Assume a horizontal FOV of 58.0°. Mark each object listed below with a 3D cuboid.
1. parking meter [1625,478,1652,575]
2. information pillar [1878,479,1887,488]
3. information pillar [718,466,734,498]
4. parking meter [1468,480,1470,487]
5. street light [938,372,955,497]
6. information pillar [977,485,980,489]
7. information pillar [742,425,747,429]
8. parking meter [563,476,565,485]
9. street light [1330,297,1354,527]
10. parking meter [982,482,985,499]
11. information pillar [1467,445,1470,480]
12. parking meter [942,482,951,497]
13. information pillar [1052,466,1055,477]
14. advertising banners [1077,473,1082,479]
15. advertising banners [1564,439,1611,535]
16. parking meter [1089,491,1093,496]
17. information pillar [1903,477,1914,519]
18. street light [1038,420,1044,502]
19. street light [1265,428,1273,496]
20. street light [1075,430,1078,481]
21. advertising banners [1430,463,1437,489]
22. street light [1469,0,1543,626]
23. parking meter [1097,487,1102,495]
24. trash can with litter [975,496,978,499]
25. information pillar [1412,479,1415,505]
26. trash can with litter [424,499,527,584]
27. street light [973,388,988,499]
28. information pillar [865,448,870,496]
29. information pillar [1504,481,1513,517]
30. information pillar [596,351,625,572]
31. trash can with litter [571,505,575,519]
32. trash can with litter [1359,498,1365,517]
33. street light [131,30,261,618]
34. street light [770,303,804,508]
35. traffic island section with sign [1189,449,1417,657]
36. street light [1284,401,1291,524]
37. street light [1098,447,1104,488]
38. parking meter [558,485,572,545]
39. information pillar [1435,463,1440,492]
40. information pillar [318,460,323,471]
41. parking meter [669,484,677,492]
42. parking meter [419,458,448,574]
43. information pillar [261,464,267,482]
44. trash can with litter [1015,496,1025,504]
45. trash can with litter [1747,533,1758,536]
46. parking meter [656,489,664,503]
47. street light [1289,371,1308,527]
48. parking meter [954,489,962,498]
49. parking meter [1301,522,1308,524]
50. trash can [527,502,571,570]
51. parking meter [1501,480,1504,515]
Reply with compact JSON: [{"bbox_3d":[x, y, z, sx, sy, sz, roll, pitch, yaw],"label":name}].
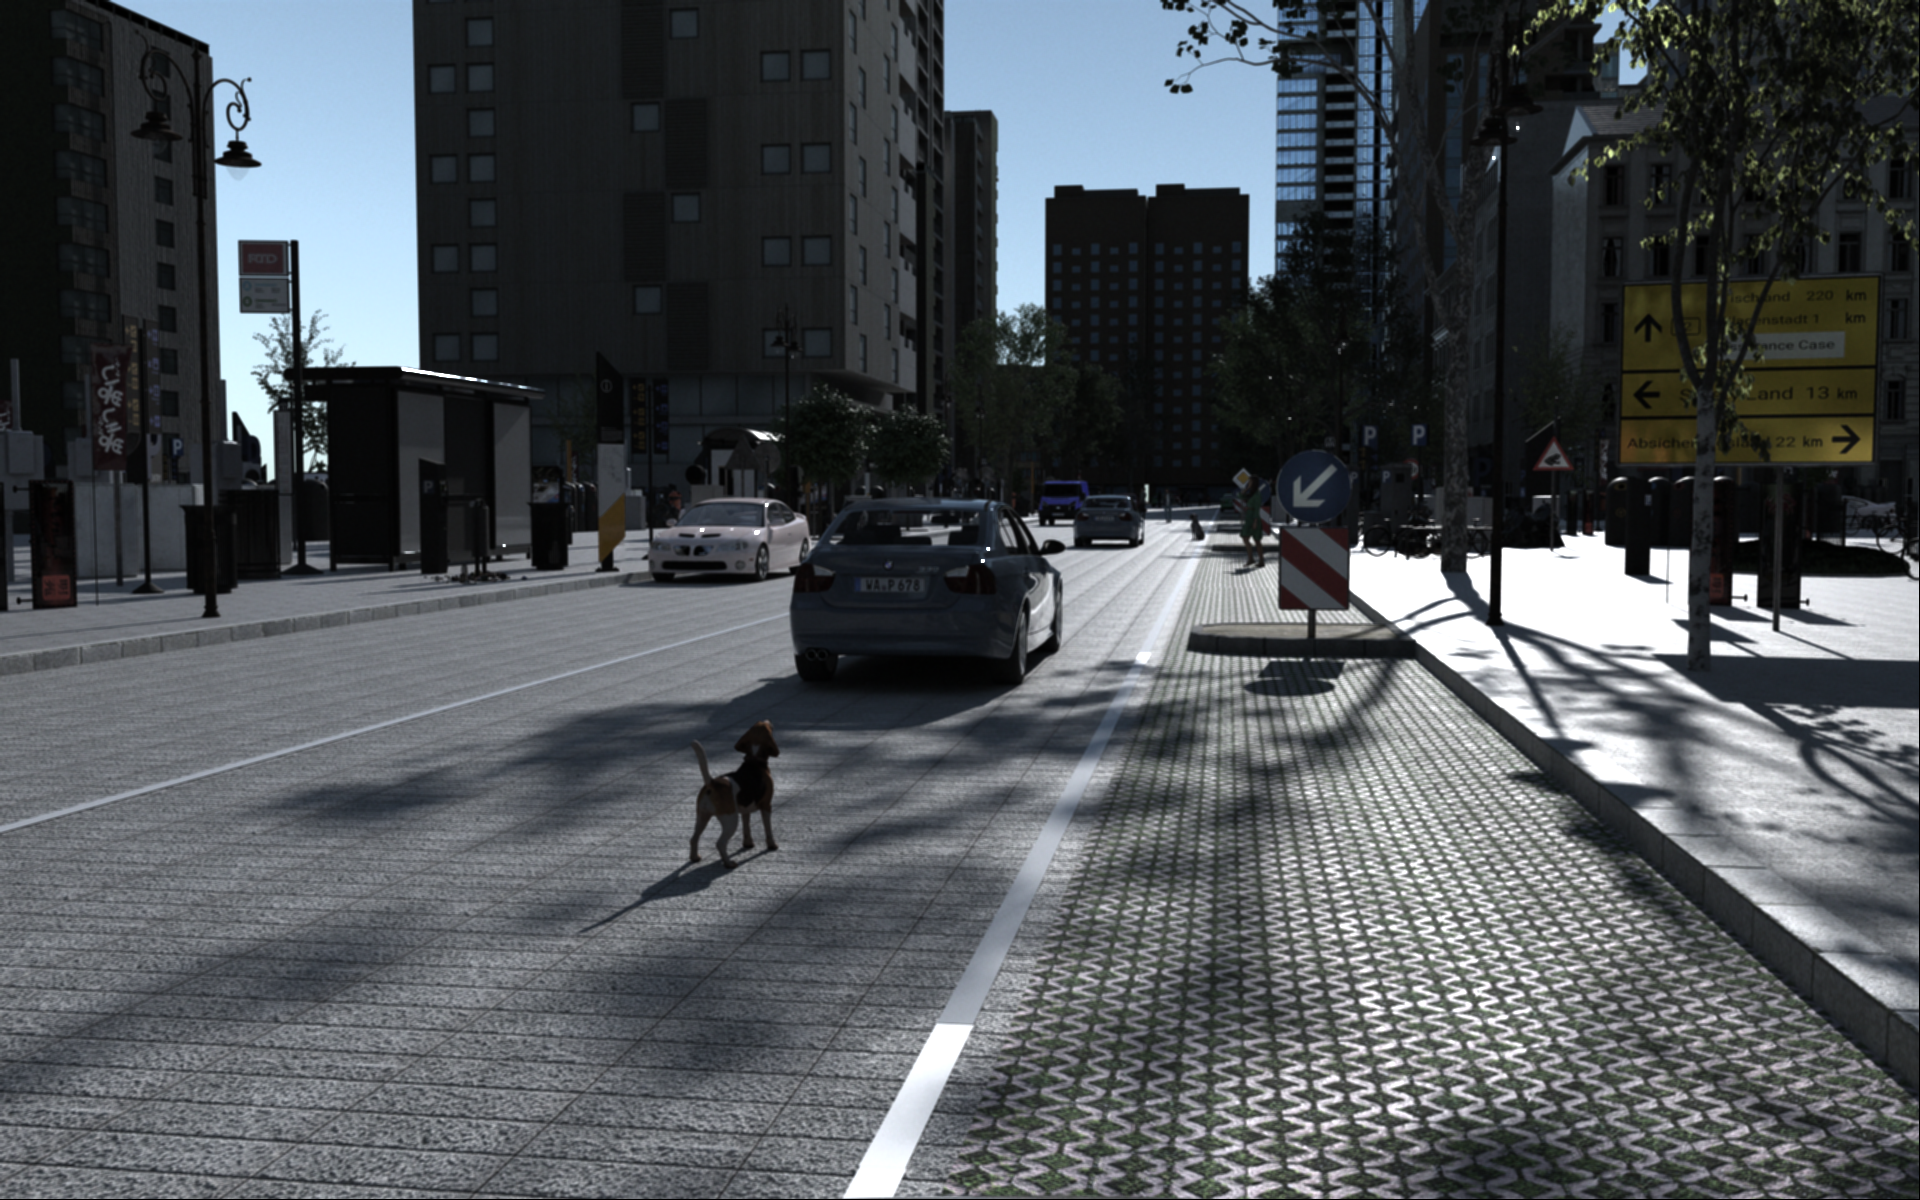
[{"bbox_3d":[10.780,-1.169,27.526,0.372,1.533,0.369,0,3,0],"label":"parking meter"},{"bbox_3d":[43.690,-4.745,82.073,0.304,2.012,0.304,-2,4,-29],"label":"information pillar"},{"bbox_3d":[-6.162,-2.521,45.711,0.304,2.012,0.304,3,4,39],"label":"information pillar"},{"bbox_3d":[21.518,-4.185,74.143,0.399,1.863,0.255,0,4,-1],"label":"parking meter"},{"bbox_3d":[-0.526,-5.695,65.900,0.468,5.910,1.993,1,4,9],"label":"street light"},{"bbox_3d":[1.579,-8.270,139.702,0.304,2.012,0.304,-3,5,-43],"label":"information pillar"},{"bbox_3d":[-7.098,-4.093,58.278,0.504,3.616,0.183,0,4,0],"label":"information pillar"},{"bbox_3d":[-10.955,-2.537,47.185,0.399,1.863,0.255,2,4,26],"label":"parking meter"},{"bbox_3d":[8.939,-4.153,40.689,0.468,5.910,1.993,1,4,9],"label":"street light"},{"bbox_3d":[1.107,-4.570,80.425,0.255,1.863,0.399,1,4,14],"label":"parking meter"},{"bbox_3d":[22.595,-5.257,77.298,0.183,3.616,0.504,3,4,36],"label":"information pillar"},{"bbox_3d":[-0.638,-4.610,81.082,0.399,1.863,0.255,-1,4,-16],"label":"parking meter"},{"bbox_3d":[7.848,-9.439,145.678,0.183,3.616,0.504,1,4,18],"label":"information pillar"},{"bbox_3d":[9.403,-9.095,144.893,0.090,3.025,2.074,-3,5,-43],"label":"advertising banners"},{"bbox_3d":[19.759,-3.565,54.479,2.074,3.025,0.090,-2,4,-31],"label":"advertising banners"},{"bbox_3d":[10.926,-8.364,145.165,0.372,1.533,0.369,0,3,0],"label":"parking meter"},{"bbox_3d":[41.735,-4.388,76.233,0.304,2.012,0.304,1,4,10],"label":"information pillar"},{"bbox_3d":[4.643,-7.725,99.085,0.468,5.910,1.993,1,4,9],"label":"street light"},{"bbox_3d":[17.805,-7.701,98.694,0.468,5.910,1.993,1,4,9],"label":"street light"},{"bbox_3d":[8.284,-9.206,123.298,0.468,5.910,1.993,1,4,9],"label":"street light"},{"bbox_3d":[27.039,-6.151,96.762,0.090,3.025,2.074,-2,4,-32],"label":"advertising banners"},{"bbox_3d":[5.236,-2.690,16.775,0.468,5.910,1.993,1,4,9],"label":"street light"},{"bbox_3d":[11.545,-8.397,143.002,0.399,1.863,0.255,1,4,9],"label":"parking meter"},{"bbox_3d":[1.067,-8.089,143.639,0.624,1.170,1.055,-3,5,-42],"label":"trash can with litter"},{"bbox_3d":[33.026,-8.273,126.618,0.504,3.616,0.183,3,4,36],"label":"information pillar"},{"bbox_3d":[-7.294,-0.893,25.651,1.678,1.210,2.233,0,4,-4],"label":"trash can with litter"},{"bbox_3d":[0.897,-6.268,75.269,0.468,5.910,1.993,1,4,9],"label":"street light"},{"bbox_3d":[-3.591,-4.620,66.886,0.183,3.616,0.504,-1,4,-16],"label":"information pillar"},{"bbox_3d":[30.910,-5.696,97.622,0.304,2.012,0.304,-3,4,-36],"label":"information pillar"},{"bbox_3d":[-5.785,-2.281,28.646,0.183,3.616,0.504,3,5,45],"label":"information pillar"},{"bbox_3d":[-15.731,-3.478,68.250,0.624,1.170,1.055,-3,4,-39],"label":"trash can with litter"},{"bbox_3d":[19.627,-4.452,84.178,1.055,1.170,0.624,0,4,4],"label":"trash can with litter"},{"bbox_3d":[-7.814,-2.759,17.897,0.468,5.910,1.993,1,4,9],"label":"street light"},{"bbox_3d":[-4.190,-4.238,42.072,0.468,5.910,1.993,1,4,9],"label":"street light"},{"bbox_3d":[3.156,-0.462,16.182,1.989,1.847,2.006,1,4,9],"label":"traffic island section with sign"},{"bbox_3d":[14.198,-6.243,74.857,0.468,5.910,1.993,1,4,9],"label":"street light"},{"bbox_3d":[11.944,-10.677,147.348,0.468,5.910,1.993,1,4,9],"label":"street light"},{"bbox_3d":[-10.047,-2.177,43.999,0.372,1.533,0.369,0,3,0],"label":"parking meter"},{"bbox_3d":[36.217,-8.557,131.265,0.183,3.616,0.504,-1,4,-19],"label":"information pillar"},{"bbox_3d":[-44.461,-7.897,120.467,0.504,3.616,0.183,2,4,32],"label":"information pillar"},{"bbox_3d":[-16.120,-5.596,97.204,0.399,1.863,0.255,-3,4,-36],"label":"parking meter"},{"bbox_3d":[-8.477,-1.358,27.913,0.399,1.863,0.255,1,4,15],"label":"parking meter"},{"bbox_3d":[-52.756,-8.556,131.249,0.504,3.616,0.183,-2,4,-31],"label":"information pillar"},{"bbox_3d":[3.294,-5.403,99.718,1.055,1.170,0.624,-2,4,-27],"label":"trash can with litter"},{"bbox_3d":[24.765,-2.553,52.795,1.678,1.210,2.233,2,4,34],"label":"trash can with litter"},{"bbox_3d":[-14.022,-4.435,80.929,0.372,1.533,0.369,0,3,0],"label":"parking meter"},{"bbox_3d":[12.726,-5.627,64.782,0.468,5.910,1.993,1,4,9],"label":"street light"},{"bbox_3d":[-0.100,-4.903,88.583,0.372,1.533,0.369,0,3,0],"label":"parking meter"},{"bbox_3d":[14.837,-4.055,74.716,0.372,1.533,0.369,0,3,0],"label":"parking meter"},{"bbox_3d":[-6.955,-1.082,29.350,0.748,1.137,0.748,0,3,0],"label":"trash can"},{"bbox_3d":[22.314,-4.041,71.775,0.255,1.863,0.399,-1,4,-15],"label":"parking meter"}]
